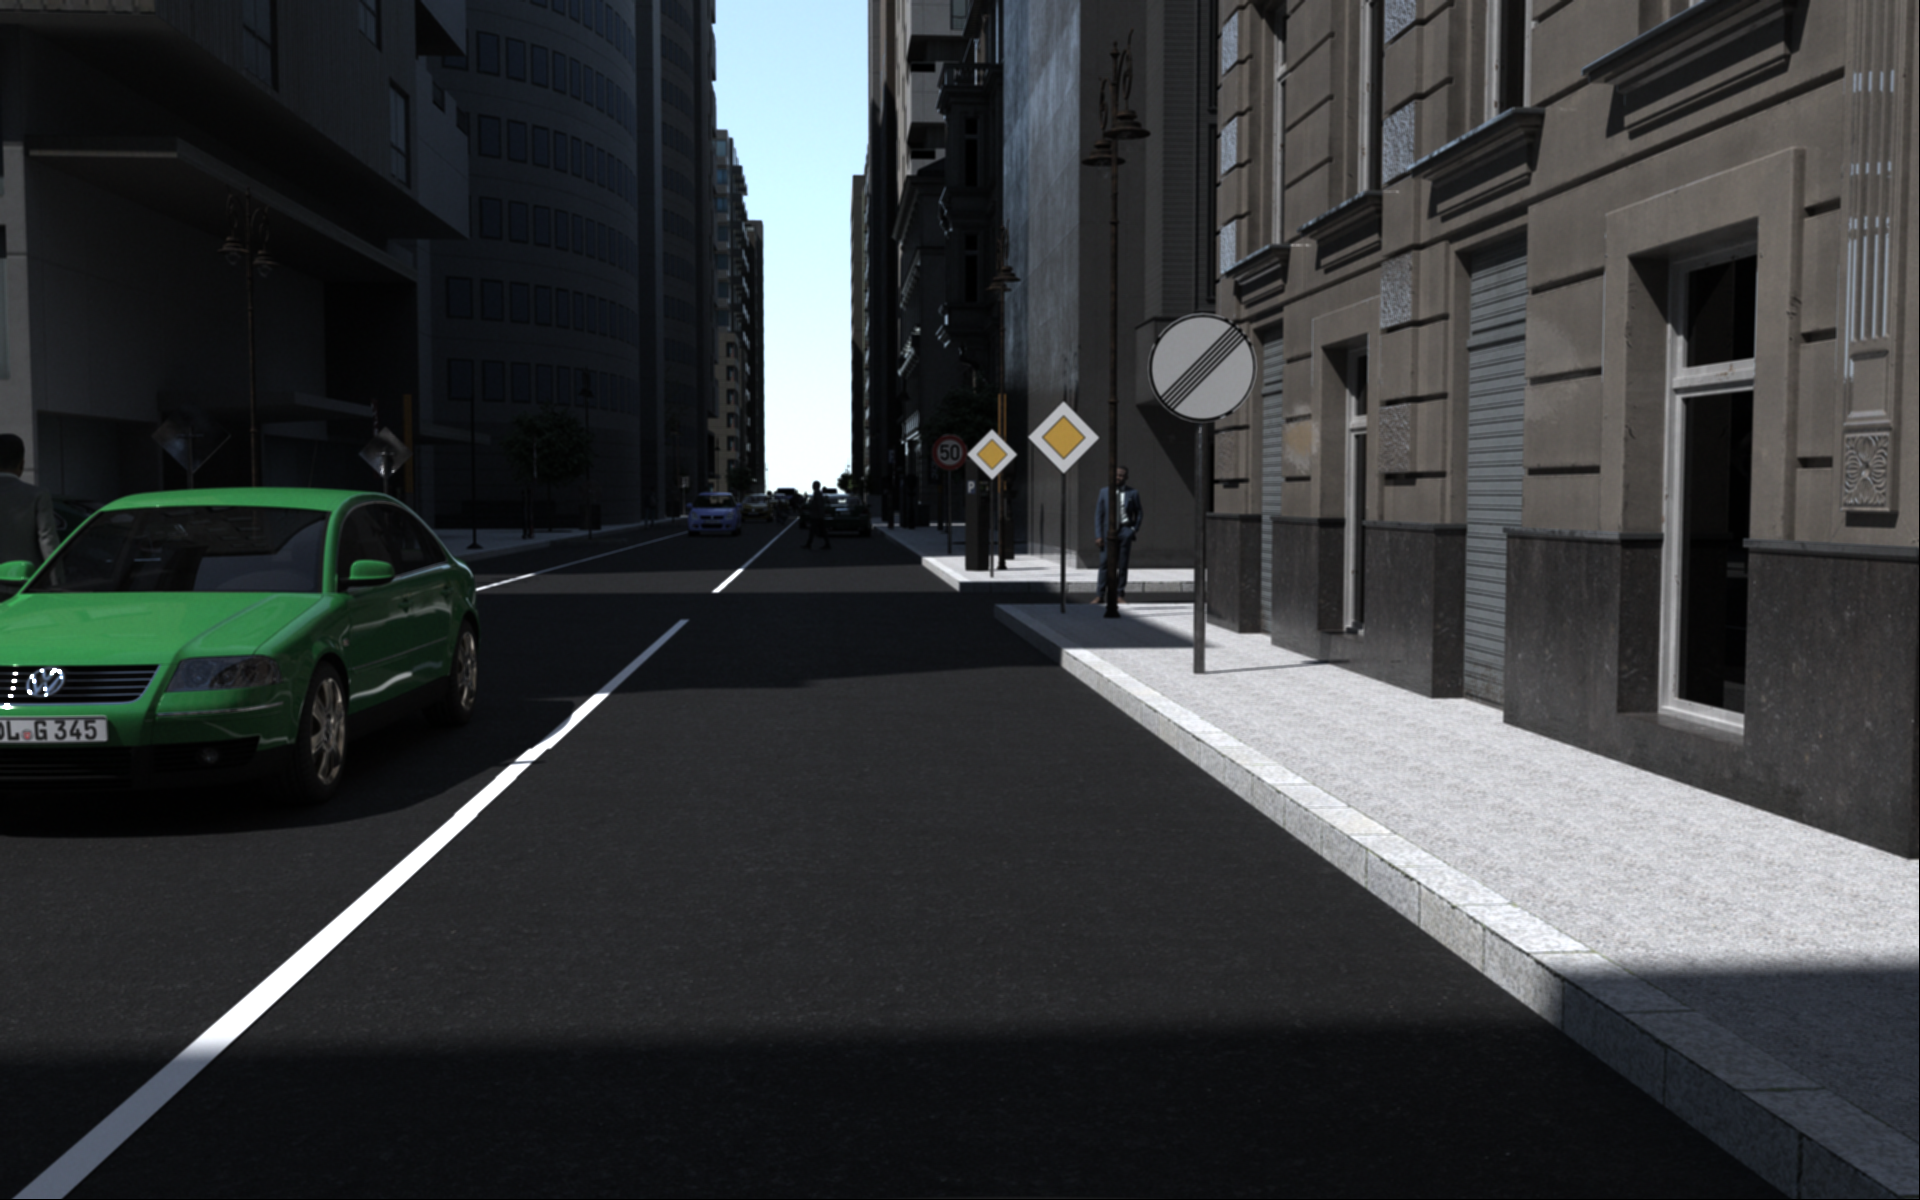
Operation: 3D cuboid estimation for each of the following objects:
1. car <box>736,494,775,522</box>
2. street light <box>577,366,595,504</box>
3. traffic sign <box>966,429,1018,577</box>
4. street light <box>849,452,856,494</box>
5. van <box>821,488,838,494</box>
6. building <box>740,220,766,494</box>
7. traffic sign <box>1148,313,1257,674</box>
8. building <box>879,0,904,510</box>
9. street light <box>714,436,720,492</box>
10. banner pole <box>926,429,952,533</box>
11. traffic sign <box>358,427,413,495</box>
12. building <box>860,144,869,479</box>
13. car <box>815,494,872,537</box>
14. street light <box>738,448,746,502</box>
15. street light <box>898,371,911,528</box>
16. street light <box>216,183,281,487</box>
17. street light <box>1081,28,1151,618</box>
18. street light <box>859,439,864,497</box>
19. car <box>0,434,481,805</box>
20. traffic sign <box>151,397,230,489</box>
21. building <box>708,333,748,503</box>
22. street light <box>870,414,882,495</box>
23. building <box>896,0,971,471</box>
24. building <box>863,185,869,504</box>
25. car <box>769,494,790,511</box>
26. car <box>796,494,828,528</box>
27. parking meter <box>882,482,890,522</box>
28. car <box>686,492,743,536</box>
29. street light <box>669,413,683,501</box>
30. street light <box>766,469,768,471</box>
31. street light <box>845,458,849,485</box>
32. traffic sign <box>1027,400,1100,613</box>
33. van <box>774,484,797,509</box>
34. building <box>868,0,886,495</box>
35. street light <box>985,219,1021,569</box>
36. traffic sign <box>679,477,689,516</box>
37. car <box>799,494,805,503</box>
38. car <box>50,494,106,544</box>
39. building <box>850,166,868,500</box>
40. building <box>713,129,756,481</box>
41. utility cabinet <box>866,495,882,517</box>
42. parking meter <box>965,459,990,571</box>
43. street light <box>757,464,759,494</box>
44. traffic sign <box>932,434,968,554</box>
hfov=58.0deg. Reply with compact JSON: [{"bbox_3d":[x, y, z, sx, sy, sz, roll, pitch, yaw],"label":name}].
[{"bbox_3d":[-10.497,-4.810,88.873,2.015,1.641,3.980,0,4,-4],"label":"car"},{"bbox_3d":[-13.437,-5.484,62.449,0.468,5.910,1.993,0,4,-4],"label":"street light"},{"bbox_3d":[0.489,-1.404,26.591,0.795,2.450,0.064,0,4,-4],"label":"traffic sign"},{"bbox_3d":[-11.569,-13.183,188.321,0.468,5.910,1.993,0,4,-4],"label":"street light"},{"bbox_3d":[-14.273,-11.248,188.285,2.240,2.365,5.245,0,4,-6],"label":"van"},{"bbox_3d":[-35.628,-34.696,250.865,14.154,41.232,14.086,0,4,-4],"label":"building"},{"bbox_3d":[1.710,-0.746,12.308,0.768,2.556,0.104,0,4,2],"label":"traffic sign"},{"bbox_3d":[0.662,-30.049,141.417,14.600,45.320,14.200,0,4,-4],"label":"building"},{"bbox_3d":[-19.364,-10.132,138.447,0.468,5.910,1.993,0,4,-4],"label":"street light"},{"bbox_3d":[-0.677,-4.077,56.674,0.863,3.779,0.401,1,4,9],"label":"banner pole"},{"bbox_3d":[-8.580,-1.362,25.908,0.795,2.450,0.064,0,4,-4],"label":"traffic sign"},{"bbox_3d":[-0.126,-36.109,209.988,23.786,49.044,30.456,0,4,-4],"label":"building"},{"bbox_3d":[-4.047,-2.920,59.535,2.131,1.459,4.920,0,4,-6],"label":"car"},{"bbox_3d":[-22.024,-12.306,173.991,0.468,5.910,1.993,0,4,-4],"label":"street light"},{"bbox_3d":[-2.080,-5.646,65.093,0.468,5.910,1.993,0,4,-4],"label":"street light"},{"bbox_3d":[-10.684,-3.265,26.170,0.468,5.910,1.993,0,4,-4],"label":"street light"},{"bbox_3d":[1.581,-2.755,17.830,0.468,5.910,1.993,0,4,-4],"label":"street light"},{"bbox_3d":[-8.086,-10.346,141.947,0.468,5.910,1.993,0,4,-4],"label":"street light"},{"bbox_3d":[-3.868,-0.034,9.348,1.959,1.807,4.718,0,4,-3],"label":"car"},{"bbox_3d":[-7.960,-0.875,17.947,0.795,2.450,0.064,0,4,-4],"label":"traffic sign"},{"bbox_3d":[-38.970,-21.661,199.200,27.650,21.520,28.899,0,4,-4],"label":"building"},{"bbox_3d":[-4.793,-7.819,100.633,0.468,5.910,1.993,0,4,-4],"label":"street light"},{"bbox_3d":[9.451,-32.501,120.635,28.713,52.752,27.495,0,4,-4],"label":"building"},{"bbox_3d":[-5.978,-33.546,232.069,14.154,41.232,14.086,0,4,-4],"label":"building"},{"bbox_3d":[-15.429,-8.373,147.119,2.015,1.641,3.980,0,4,-4],"label":"car"},{"bbox_3d":[-5.944,-3.808,74.063,2.131,1.459,4.920,0,4,-4],"label":"car"},{"bbox_3d":[-3.458,-4.607,81.033,0.399,1.863,0.255,0,4,0],"label":"parking meter"},{"bbox_3d":[-8.472,-3.079,59.925,1.945,1.707,3.694,0,4,-5],"label":"car"},{"bbox_3d":[-16.286,-7.699,98.669,0.468,5.910,1.993,0,4,-4],"label":"street light"},{"bbox_3d":[-28.639,-17.383,256.993,0.468,5.910,1.993,0,4,-4],"label":"street light"},{"bbox_3d":[-14.391,-15.356,223.852,0.468,5.910,1.993,0,4,-4],"label":"street light"},{"bbox_3d":[1.108,-0.917,18.629,0.795,2.450,0.064,0,4,-4],"label":"traffic sign"},{"bbox_3d":[-16.321,-9.704,163.041,2.240,2.365,5.245,0,4,-3],"label":"van"},{"bbox_3d":[1.911,-37.941,162.341,21.231,58.520,28.212,0,4,-4],"label":"building"},{"bbox_3d":[0.717,-3.464,29.421,0.468,5.910,1.993,0,4,-4],"label":"street light"},{"bbox_3d":[-16.082,-6.043,100.940,0.606,2.300,0.079,0,4,4],"label":"traffic sign"},{"bbox_3d":[-22.783,-14.212,244.364,2.014,1.417,4.499,0,4,-4],"label":"car"},{"bbox_3d":[-12.281,-0.617,21.884,4.920,1.459,2.131,0,4,-5],"label":"car"},{"bbox_3d":[-4.914,-38.313,250.120,21.300,48.544,21.600,0,4,-4],"label":"building"},{"bbox_3d":[-39.306,-37.213,228.045,23.786,49.044,30.456,0,4,-4],"label":"building"},{"bbox_3d":[-4.638,-5.153,95.405,1.020,1.237,0.306,0,4,-3],"label":"utility cabinet"},{"bbox_3d":[0.294,-1.422,28.961,0.255,1.863,0.399,-3,4,-39],"label":"parking meter"},{"bbox_3d":[-25.718,-15.162,220.684,0.468,5.910,1.993,0,4,-4],"label":"street light"},{"bbox_3d":[-0.222,-2.261,37.072,0.768,2.556,0.104,0,4,-3],"label":"traffic sign"}]
